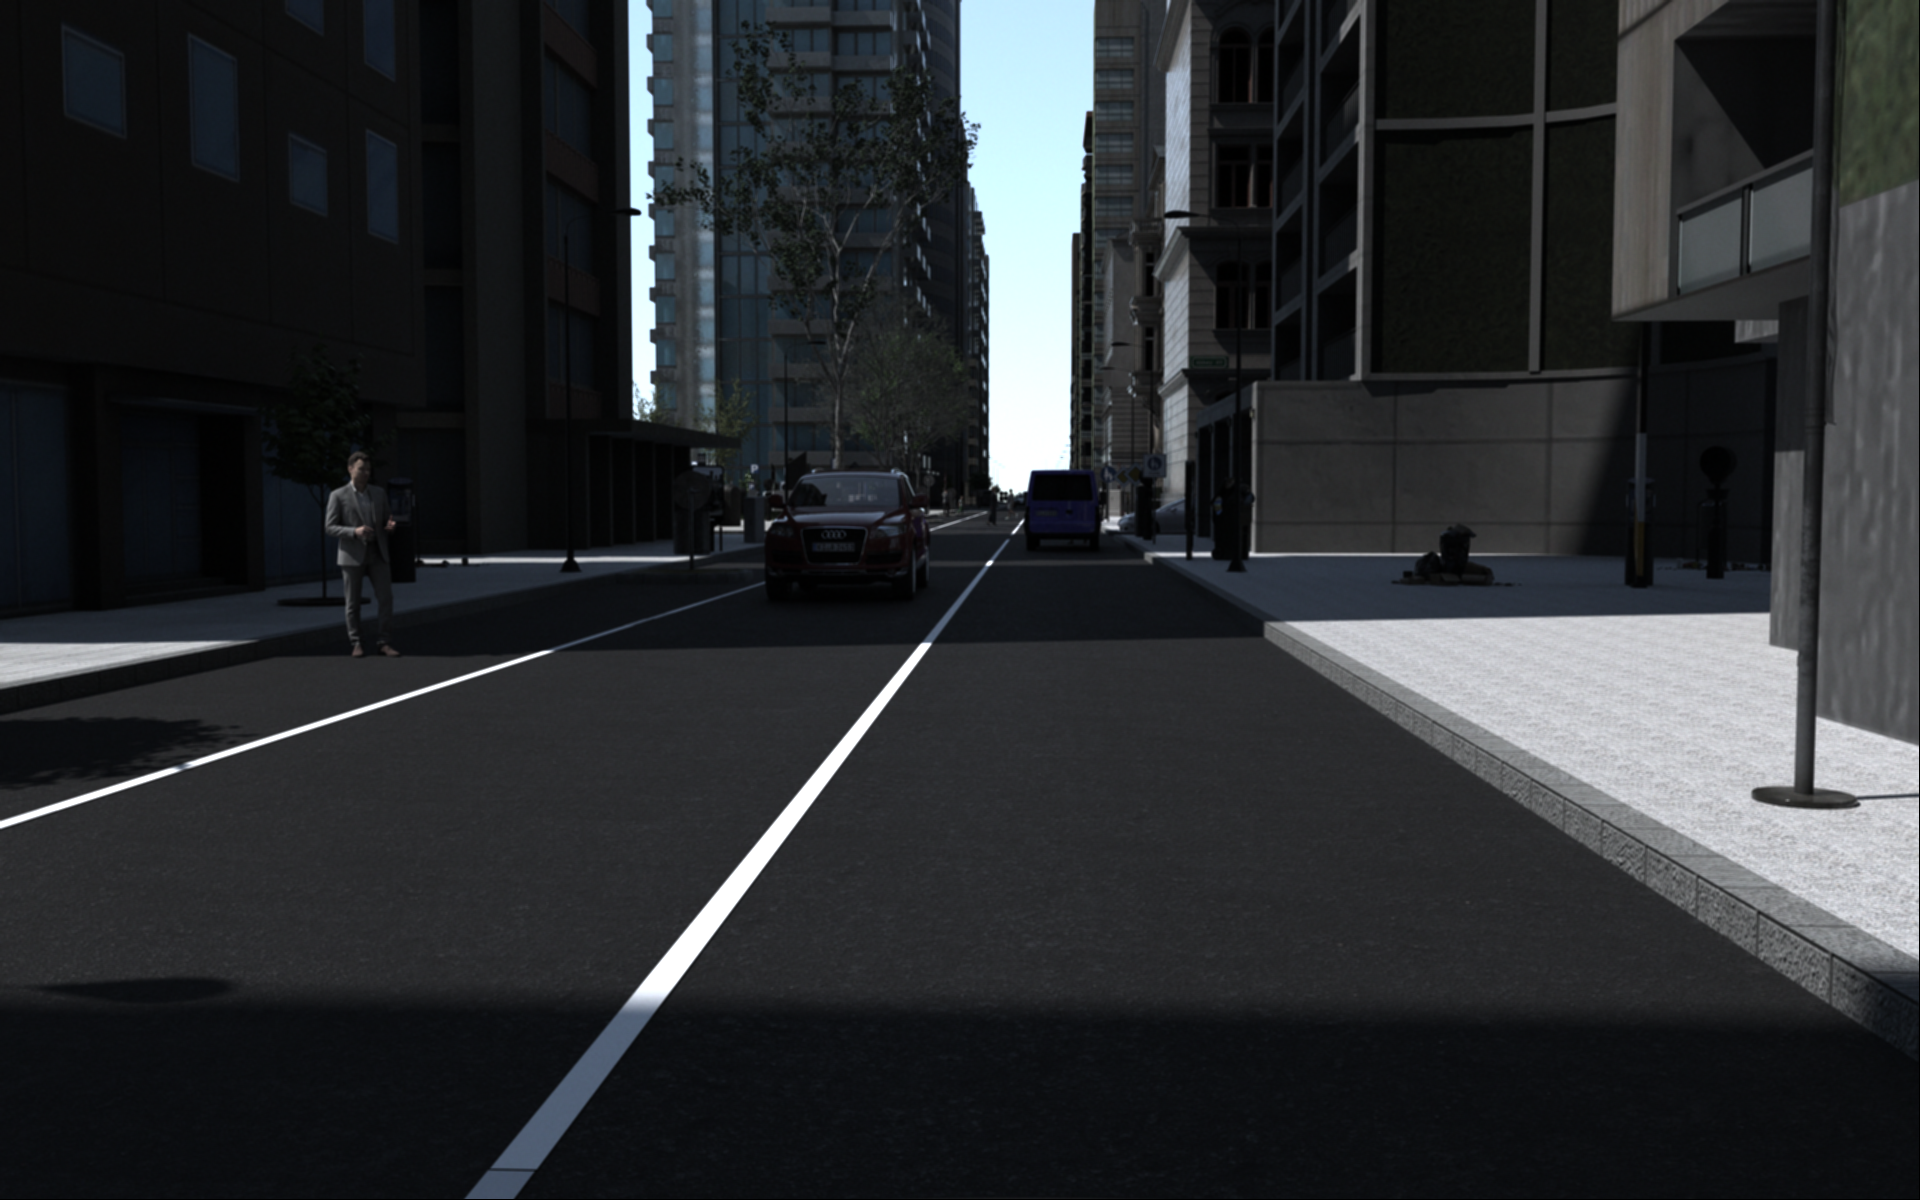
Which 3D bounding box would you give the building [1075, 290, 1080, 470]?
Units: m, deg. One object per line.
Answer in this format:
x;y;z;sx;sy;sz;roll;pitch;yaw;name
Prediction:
23.250;-28.892;244.087;14.160;30.474;14.107;0;4;3;building

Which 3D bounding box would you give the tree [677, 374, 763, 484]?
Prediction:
-14.207;-9.495;105.599;4.737;8.622;4.395;0;3;0;tree

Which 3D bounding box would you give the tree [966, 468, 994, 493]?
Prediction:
2.449;-14.082;213.946;4.285;4.588;4.351;0;3;0;tree

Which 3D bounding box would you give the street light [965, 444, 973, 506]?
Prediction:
0.560;-11.592;162.063;1.470;5.913;1.316;0;4;3;street light

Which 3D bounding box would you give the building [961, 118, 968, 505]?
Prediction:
-6.301;-33.798;202.703;14.600;45.320;14.200;0;4;3;building

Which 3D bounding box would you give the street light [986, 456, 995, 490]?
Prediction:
3.415;-15.201;221.078;1.470;5.913;1.316;0;4;3;street light

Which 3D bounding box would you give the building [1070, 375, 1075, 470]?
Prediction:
30.951;-25.715;265.476;27.650;21.520;28.899;0;4;3;building

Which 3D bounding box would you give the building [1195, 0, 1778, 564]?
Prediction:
16.815;-36.770;39.441;20.563;71.187;20.611;0;4;3;building

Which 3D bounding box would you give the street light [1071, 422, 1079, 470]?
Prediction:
8.095;-8.533;112.053;1.470;5.913;1.316;0;4;3;street light

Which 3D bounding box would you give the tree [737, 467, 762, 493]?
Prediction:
-15.135;-7.894;123.664;1.663;3.219;1.824;0;3;0;tree

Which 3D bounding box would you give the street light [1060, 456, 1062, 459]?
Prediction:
11.785;-13.156;187.638;1.470;5.913;1.316;0;4;3;street light

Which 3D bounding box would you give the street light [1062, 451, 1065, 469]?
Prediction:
10.615;-11.686;163.598;1.470;5.913;1.316;0;4;3;street light

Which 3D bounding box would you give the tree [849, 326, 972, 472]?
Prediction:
-3.081;-11.006;105.701;9.928;11.665;9.643;0;3;0;tree

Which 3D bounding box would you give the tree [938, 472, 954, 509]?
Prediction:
-0.944;-9.571;151.082;1.663;3.219;1.824;0;3;0;tree

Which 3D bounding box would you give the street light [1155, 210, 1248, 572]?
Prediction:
4.039;-3.423;28.513;1.470;5.913;1.316;0;4;3;street light

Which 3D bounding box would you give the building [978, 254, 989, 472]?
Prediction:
-2.370;-36.939;287.542;14.154;41.232;14.086;0;4;3;building

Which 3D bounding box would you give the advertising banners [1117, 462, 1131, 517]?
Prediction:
9.055;-6.098;95.891;0.090;3.025;2.074;2;4;25;advertising banners

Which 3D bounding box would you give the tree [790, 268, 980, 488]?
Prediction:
-4.099;-11.299;95.100;12.009;13.543;11.850;0;3;0;tree

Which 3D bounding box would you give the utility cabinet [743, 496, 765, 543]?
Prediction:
-5.433;-2.110;45.664;0.306;1.237;1.020;-2;4;-23;utility cabinet

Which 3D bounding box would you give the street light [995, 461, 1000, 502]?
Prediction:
4.569;-16.684;245.328;1.470;5.913;1.316;0;4;3;street light

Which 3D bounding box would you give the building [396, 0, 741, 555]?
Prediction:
-21.758;-23.735;42.694;28.867;44.769;22.147;0;4;3;building

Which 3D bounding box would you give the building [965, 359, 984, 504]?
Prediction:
-11.044;-23.932;236.321;27.650;21.520;28.899;0;4;3;building

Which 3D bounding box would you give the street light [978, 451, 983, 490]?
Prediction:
1.746;-13.099;186.712;1.470;5.913;1.316;0;4;3;street light

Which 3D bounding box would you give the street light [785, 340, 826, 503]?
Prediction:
-4.732;-4.891;52.504;1.470;5.913;1.316;0;4;3;street light

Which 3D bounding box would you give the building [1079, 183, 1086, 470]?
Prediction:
22.902;-33.400;229.689;14.154;41.232;14.086;0;4;3;building

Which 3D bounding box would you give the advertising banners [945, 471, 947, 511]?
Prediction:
-1.011;-8.169;129.748;0.090;3.025;2.074;0;4;7;advertising banners

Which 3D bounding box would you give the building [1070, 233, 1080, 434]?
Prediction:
25.374;-38.956;287.033;14.600;45.320;14.200;0;4;3;building

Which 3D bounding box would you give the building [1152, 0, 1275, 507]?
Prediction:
19.506;-17.123;67.346;23.554;28.519;14.401;0;4;3;building

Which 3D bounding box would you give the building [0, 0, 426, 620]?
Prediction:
-15.977;-22.649;20.415;14.600;45.320;14.200;0;4;3;building

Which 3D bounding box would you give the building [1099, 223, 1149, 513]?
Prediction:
15.312;-16.935;126.042;9.793;20.994;18.267;0;4;3;building

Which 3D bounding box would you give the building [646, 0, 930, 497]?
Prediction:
-14.228;-32.573;152.181;23.786;49.044;30.456;0;4;3;building

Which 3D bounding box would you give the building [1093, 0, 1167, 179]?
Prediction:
18.143;-28.289;146.127;14.154;41.232;14.086;0;4;3;building

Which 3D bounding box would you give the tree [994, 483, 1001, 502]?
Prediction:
6.182;-18.481;296.769;1.663;3.219;1.824;0;3;0;tree

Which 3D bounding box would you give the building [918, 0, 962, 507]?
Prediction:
-11.082;-39.086;181.053;21.231;58.520;28.212;0;4;3;building

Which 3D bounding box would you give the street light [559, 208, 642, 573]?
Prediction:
-5.864;-3.409;28.273;1.470;5.913;1.316;0;4;3;street light

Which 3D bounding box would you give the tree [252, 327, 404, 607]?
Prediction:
-7.324;-1.568;20.233;1.663;3.219;1.824;0;3;0;tree

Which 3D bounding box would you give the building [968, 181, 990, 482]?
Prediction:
-7.437;-39.471;264.964;23.786;49.044;30.456;0;4;3;building

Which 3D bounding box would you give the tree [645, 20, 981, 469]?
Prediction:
-6.393;-13.175;71.302;12.611;20.169;13.585;0;3;0;tree

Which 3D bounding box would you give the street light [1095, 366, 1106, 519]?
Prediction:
5.743;-5.538;63.090;1.470;5.913;1.316;0;4;3;street light

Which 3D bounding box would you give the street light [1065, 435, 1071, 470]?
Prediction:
9.455;-10.215;139.559;1.470;5.913;1.316;0;4;3;street light

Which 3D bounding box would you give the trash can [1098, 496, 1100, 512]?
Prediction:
9.348;-6.340;115.319;0.748;1.137;0.748;0;3;0;trash can

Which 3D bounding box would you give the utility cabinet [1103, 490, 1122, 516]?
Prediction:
8.575;-5.489;98.423;1.173;1.500;0.318;1;4;23;utility cabinet

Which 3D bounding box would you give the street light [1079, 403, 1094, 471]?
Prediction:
6.915;-7.063;88.014;1.470;5.913;1.316;0;4;3;street light

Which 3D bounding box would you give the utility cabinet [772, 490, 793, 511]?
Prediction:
-10.568;-5.781;103.190;1.173;1.500;0.318;-1;4;-13;utility cabinet

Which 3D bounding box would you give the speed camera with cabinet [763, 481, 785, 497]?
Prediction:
-12.796;-7.787;121.653;2.038;3.252;0.660;1;4;19;speed camera with cabinet

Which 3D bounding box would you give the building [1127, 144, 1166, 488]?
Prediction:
16.946;-17.126;99.089;14.460;24.649;34.723;0;4;3;building

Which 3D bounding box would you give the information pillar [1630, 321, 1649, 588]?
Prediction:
9.340;-1.982;23.757;0.183;3.616;0.504;1;4;15;information pillar

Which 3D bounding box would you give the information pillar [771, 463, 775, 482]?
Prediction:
-14.058;-8.487;130.116;0.183;3.616;0.504;2;4;24;information pillar

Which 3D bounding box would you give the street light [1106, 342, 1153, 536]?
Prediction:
5.315;-4.924;53.041;1.470;5.913;1.316;0;4;3;street light

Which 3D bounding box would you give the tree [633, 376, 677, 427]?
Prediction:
-19.223;-9.602;107.361;4.737;8.622;4.395;0;3;0;tree

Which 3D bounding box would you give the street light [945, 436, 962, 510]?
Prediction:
-0.560;-10.121;138.021;1.470;5.913;1.316;0;4;3;street light

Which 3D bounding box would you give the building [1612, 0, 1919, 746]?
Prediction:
12.033;-19.978;10.231;14.154;41.232;14.086;0;4;3;building

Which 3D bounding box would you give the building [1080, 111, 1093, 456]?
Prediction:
24.855;-33.089;195.622;22.147;44.769;28.867;0;4;3;building
